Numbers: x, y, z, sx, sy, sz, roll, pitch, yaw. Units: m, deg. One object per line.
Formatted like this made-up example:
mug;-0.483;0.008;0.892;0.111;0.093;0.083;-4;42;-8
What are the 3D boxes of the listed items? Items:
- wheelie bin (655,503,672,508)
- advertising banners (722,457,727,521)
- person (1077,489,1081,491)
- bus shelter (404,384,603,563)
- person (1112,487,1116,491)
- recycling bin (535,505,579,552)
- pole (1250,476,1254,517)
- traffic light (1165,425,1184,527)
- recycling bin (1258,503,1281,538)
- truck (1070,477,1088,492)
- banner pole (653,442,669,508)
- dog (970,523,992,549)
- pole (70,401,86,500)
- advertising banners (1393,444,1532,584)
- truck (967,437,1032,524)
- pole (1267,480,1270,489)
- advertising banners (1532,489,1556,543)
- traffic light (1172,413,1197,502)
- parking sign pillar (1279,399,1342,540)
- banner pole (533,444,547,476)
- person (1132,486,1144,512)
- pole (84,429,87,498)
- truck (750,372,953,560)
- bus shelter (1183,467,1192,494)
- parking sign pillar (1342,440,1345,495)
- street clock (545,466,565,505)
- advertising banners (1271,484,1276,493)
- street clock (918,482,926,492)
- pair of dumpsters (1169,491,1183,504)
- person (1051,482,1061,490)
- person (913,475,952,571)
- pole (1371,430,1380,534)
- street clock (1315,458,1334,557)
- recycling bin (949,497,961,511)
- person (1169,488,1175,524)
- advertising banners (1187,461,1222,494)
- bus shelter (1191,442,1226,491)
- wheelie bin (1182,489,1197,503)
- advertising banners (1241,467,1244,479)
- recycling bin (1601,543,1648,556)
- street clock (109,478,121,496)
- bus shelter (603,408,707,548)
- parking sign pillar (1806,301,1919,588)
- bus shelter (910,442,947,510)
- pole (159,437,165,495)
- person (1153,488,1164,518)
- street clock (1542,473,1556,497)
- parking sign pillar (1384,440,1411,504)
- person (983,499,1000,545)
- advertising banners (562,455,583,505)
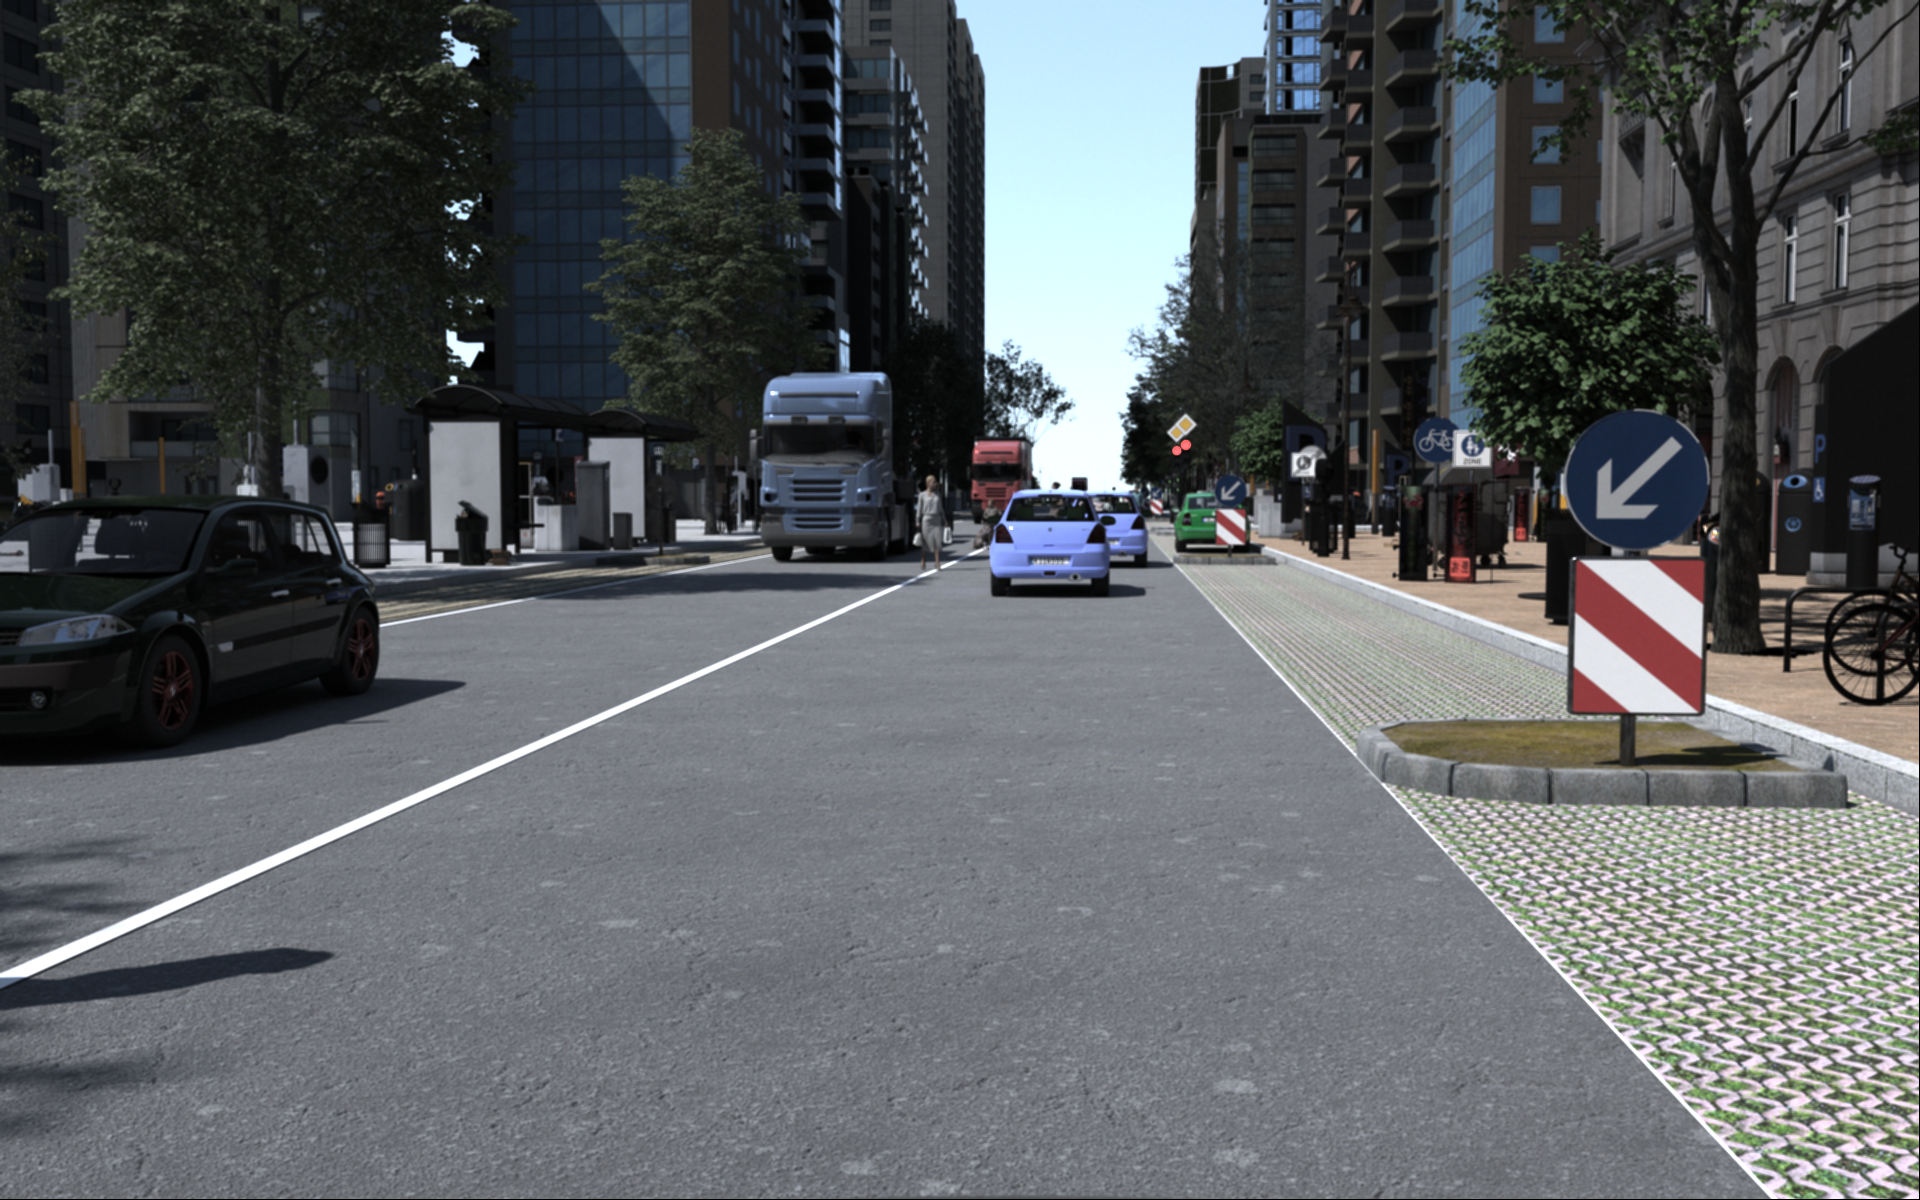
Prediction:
wheelie bin;-14.022;-4.518;81.777;0.980;1.594;0.693;1;4;17
advertising banners;-10.954;-5.175;80.801;0.090;3.025;2.074;0;4;-2
person;9.293;-7.743;135.075;0.580;1.828;0.573;3;5;42
bus shelter;-8.998;-2.489;34.614;2.014;3.302;5.546;0;4;5
person;9.100;-5.795;103.028;0.659;1.850;0.755;2;4;33
recycling bin;-8.985;-1.594;38.622;0.722;1.027;0.722;1;4;19
pole;16.456;-6.341;97.514;0.158;3.312;0.155;0;3;0
traffic light;8.494;-4.845;68.140;0.839;4.253;0.868;0;4;5
recycling bin;9.192;-2.348;50.949;0.722;1.027;0.722;1;4;19
truck;20.247;-18.621;293.370;2.839;4.237;11.283;0;4;6
banner pole;-13.124;-5.286;76.442;0.863;3.779;0.401;0;4;2
dog;0.506;-1.730;45.128;0.800;0.831;0.513;1;4;19
pole;-19.521;-2.717;38.268;0.158;3.312;0.155;0;3;0
advertising banners;7.181;-1.755;24.878;2.074;3.025;0.090;3;5;44
truck;2.133;-5.982;86.724;2.839;4.237;11.283;0;4;5
pole;21.432;-7.743;120.441;0.158;3.312;0.155;0;3;0
advertising banners;15.042;-3.064;46.279;0.090;3.025;2.074;-2;4;-32
traffic light;7.810;-4.359;60.184;0.839;4.253;0.868;0;4;5
parking sign pillar;9.839;-3.719;49.285;1.447;3.967;1.447;0;4;-6
banner pole;-20.855;-5.885;86.240;0.863;3.779;0.401;-2;4;-25
person;8.659;-4.647;84.499;0.660;1.820;0.620;0;4;3
pole;-27.303;-3.673;53.903;0.158;3.312;0.155;0;3;0
truck;-2.202;-3.332;44.230;2.967;4.110;18.799;0;4;5
bus shelter;16.351;-8.000;122.082;1.731;3.624;6.357;0;4;5
parking sign pillar;18.406;-5.929;85.410;1.447;3.967;1.447;-3;5;-41
street clock;-10.537;-2.479;45.109;0.471;2.002;0.358;-1;4;-10
advertising banners;17.007;-6.066;95.371;0.090;3.025;2.074;3;5;43
street clock;-2.207;-5.911;101.222;0.471;2.002;0.358;1;4;18
pair of dumpsters;17.870;-8.486;141.234;1.574;2.255;4.437;0;4;5
person;2.703;-2.528;50.172;0.374;1.781;0.599;-3;4;-36
person;-0.526;-1.451;32.582;0.694;1.780;0.624;-1;4;-9
pole;13.198;-3.740;54.987;0.158;3.312;0.155;0;3;0
street clock;7.418;-1.879;35.296;0.358;2.002;0.471;2;4;34
recycling bin;-0.372;-7.073;128.204;0.722;1.027;0.722;3;4;38
person;10.303;-4.583;83.617;0.473;1.802;0.592;1;4;10
advertising banners;13.043;-5.893;92.535;2.074;3.025;0.090;-1;4;-19
bus shelter;16.232;-8.357;114.268;2.179;5.291;8.768;0;4;5
wheelie bin;18.069;-7.949;137.879;0.693;1.594;0.980;-2;4;-28
advertising banners;17.929;-7.042;111.321;0.090;3.025;2.074;2;4;28
recycling bin;13.626;-1.408;35.571;0.722;1.027;0.722;-2;4;-25
street clock;-37.108;-4.375;76.098;0.471;2.002;0.358;1;4;9
bus shelter;-8.003;-3.043;43.685;2.014;3.302;5.546;0;4;5
parking sign pillar;12.683;-2.186;24.206;1.447;3.967;1.447;0;4;3
bus shelter;-2.135;-8.827;121.952;2.179;5.291;8.768;0;4;5
pole;-28.742;-4.195;62.438;0.158;3.312;0.155;0;3;0
person;11.092;-5.380;96.639;0.728;1.800;0.709;-1;4;-18
street clock;17.347;-2.845;51.079;0.358;2.002;0.471;0;4;-7
parking sign pillar;21.692;-5.955;85.841;1.447;3.967;1.447;-1;4;-10
person;0.896;-2.199;48.725;0.475;1.303;0.640;0;4;-7
advertising banners;-17.970;-5.061;78.935;2.074;3.025;0.090;2;4;27
